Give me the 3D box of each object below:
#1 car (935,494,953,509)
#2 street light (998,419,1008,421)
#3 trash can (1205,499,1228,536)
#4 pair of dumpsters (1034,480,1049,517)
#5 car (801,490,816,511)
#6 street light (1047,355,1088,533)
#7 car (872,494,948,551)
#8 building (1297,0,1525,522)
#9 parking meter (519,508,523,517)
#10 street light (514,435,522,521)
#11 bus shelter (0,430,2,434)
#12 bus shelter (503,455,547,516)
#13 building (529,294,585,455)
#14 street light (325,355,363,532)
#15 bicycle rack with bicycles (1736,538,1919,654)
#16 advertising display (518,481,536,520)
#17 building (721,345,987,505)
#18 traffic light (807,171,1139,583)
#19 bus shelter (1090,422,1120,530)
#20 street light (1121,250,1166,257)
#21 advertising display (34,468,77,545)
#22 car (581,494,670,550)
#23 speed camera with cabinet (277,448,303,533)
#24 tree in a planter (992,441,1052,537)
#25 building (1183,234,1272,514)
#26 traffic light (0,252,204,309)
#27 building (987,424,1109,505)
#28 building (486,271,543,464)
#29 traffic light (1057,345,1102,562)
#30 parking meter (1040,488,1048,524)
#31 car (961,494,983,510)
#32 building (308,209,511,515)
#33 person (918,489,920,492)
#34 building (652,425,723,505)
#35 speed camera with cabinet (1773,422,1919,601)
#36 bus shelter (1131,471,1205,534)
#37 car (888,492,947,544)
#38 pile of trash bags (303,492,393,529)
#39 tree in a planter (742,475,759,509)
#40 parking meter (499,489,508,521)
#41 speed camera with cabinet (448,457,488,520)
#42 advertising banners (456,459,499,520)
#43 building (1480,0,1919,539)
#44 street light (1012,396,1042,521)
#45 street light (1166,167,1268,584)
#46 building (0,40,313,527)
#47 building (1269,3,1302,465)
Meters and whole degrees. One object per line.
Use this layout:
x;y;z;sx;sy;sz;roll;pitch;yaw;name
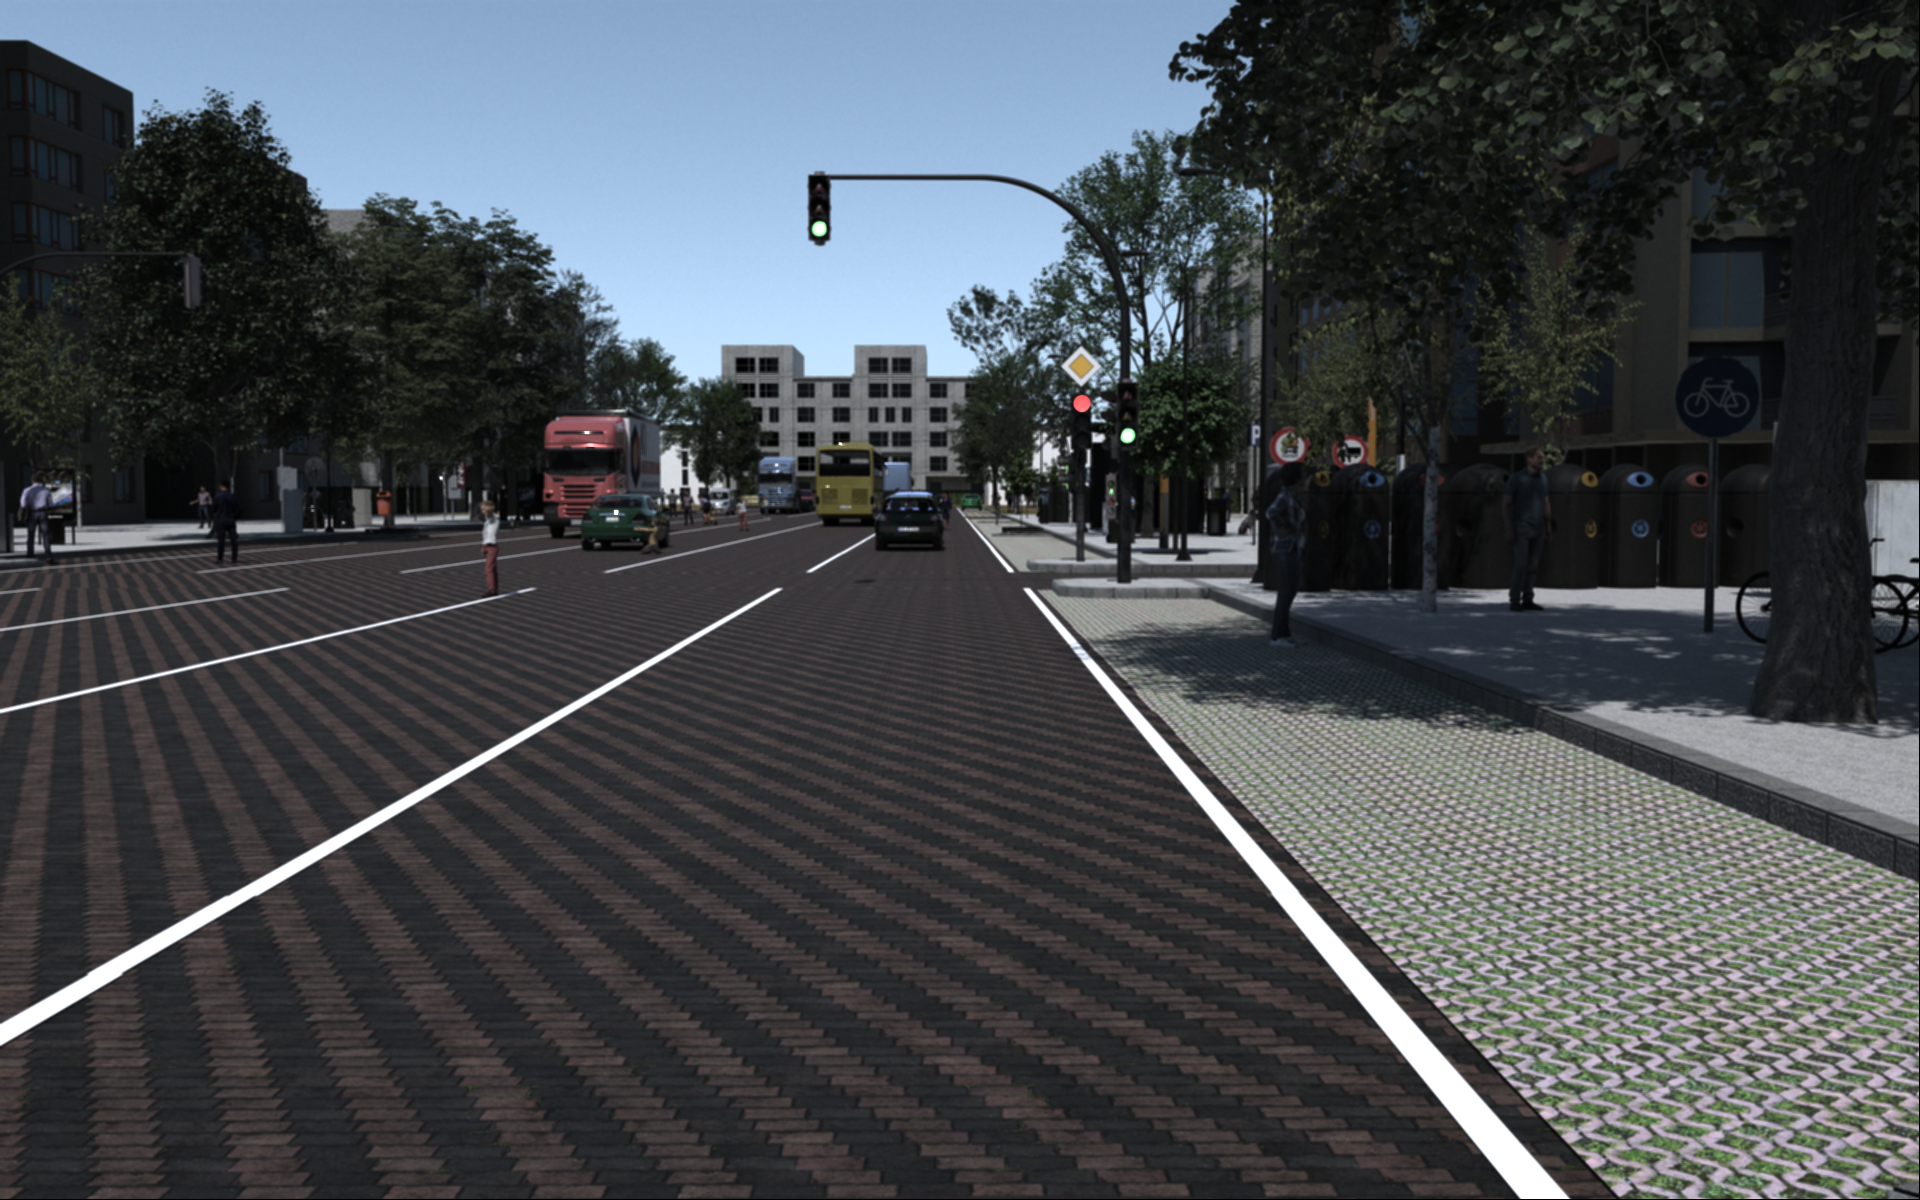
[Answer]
-1.648;-9.661;167.739;2.009;1.686;4.222;0;4;1;car
3.066;-8.260;107.598;1.470;5.913;1.316;0;4;0;street light
7.809;-2.514;52.750;0.748;1.137;0.748;0;3;0;trash can
4.967;-5.695;95.604;1.574;2.255;4.437;0;4;-1;pair of dumpsters
-13.443;-8.524;148.040;2.281;1.827;5.304;0;4;-2;car
3.601;-5.214;57.789;1.470;5.913;1.316;0;4;0;street light
-1.309;-2.164;45.175;2.009;1.686;4.222;0;4;-1;car
25.179;-26.631;85.524;14.600;45.320;14.200;0;4;0;building
-24.971;-5.531;98.838;0.372;1.533;0.369;0;3;0;parking meter
-20.636;-6.742;82.773;1.470;5.913;1.316;0;4;0;street light
-25.035;-2.866;40.782;2.014;3.302;5.546;0;4;0;bus shelter
-25.813;-6.890;103.928;1.731;3.624;6.357;0;4;-1;bus shelter
-52.398;-18.047;161.523;31.486;18.905;16.747;0;4;0;building
-20.577;-5.217;57.835;1.470;5.913;1.316;0;4;0;street light
8.281;-0.042;14.065;2.852;0.926;2.925;-1;4;-20;bicycle rack with bicycles
-21.239;-4.869;84.821;0.974;1.923;0.123;-3;5;-43;advertising display
-12.578;-21.262;214.092;31.486;18.905;16.747;0;4;0;building
0.245;-3.060;24.698;4.771;5.953;1.251;0;4;0;traffic light
5.227;-4.176;59.560;1.731;3.624;6.357;0;4;0;bus shelter
3.762;-3.705;33.116;1.470;5.913;1.316;0;4;0;street light
-22.738;-2.345;43.555;0.974;1.923;0.123;0;4;0;advertising display
-8.792;-2.071;45.655;2.131;1.459;4.920;0;4;-2;car
-22.421;-3.893;57.978;0.660;3.252;2.038;-2;4;-26;speed camera with cabinet
2.087;-3.765;58.787;1.991;3.239;1.994;0;4;0;tree in a planter
26.729;-15.894;126.330;16.747;18.905;31.486;0;4;0;building
-16.760;-3.550;32.702;4.771;5.953;1.251;0;4;0;traffic light
17.227;-16.461;211.281;28.070;9.664;9.099;0;4;0;building
-43.560;-17.646;144.926;16.016;20.091;11.380;0;4;0;building
2.269;-2.686;32.842;0.839;4.253;0.868;0;4;0;traffic light
3.636;-4.065;74.871;0.372;1.533;0.369;0;3;0;parking meter
1.031;-8.730;151.539;1.959;1.807;4.718;0;4;1;car
-44.281;-15.725;123.564;16.747;18.905;31.486;0;4;0;building
-3.276;-8.025;139.725;0.705;1.821;1.348;0;4;-3;person
-42.326;-16.425;210.699;28.070;9.664;9.099;0;4;0;building
10.834;-1.629;20.962;2.038;3.252;0.660;-1;4;-19;speed camera with cabinet
7.133;-4.148;59.109;1.731;3.624;6.357;0;4;0;bus shelter
-1.358;-2.518;50.760;1.945;1.707;3.694;0;3;0;car
-22.733;-3.327;64.154;3.447;1.369;1.912;0;4;-2;pile of trash bags
-19.647;-10.087;162.146;1.991;3.239;1.994;0;4;0;tree in a planter
-21.817;-4.546;82.736;0.372;1.533;0.369;0;3;0;parking meter
-24.651;-5.672;87.077;2.038;3.252;0.660;0;4;6;speed camera with cabinet
-23.849;-5.461;85.477;2.074;3.025;0.090;-1;4;-14;advertising banners
32.718;-24.554;56.081;28.867;44.769;22.147;0;4;0;building
3.334;-6.725;82.488;1.470;5.913;1.316;0;4;0;street light
3.803;-3.195;24.772;1.470;5.913;1.316;0;4;0;street light
-49.406;-14.409;80.626;27.650;21.520;28.899;0;4;0;building
25.146;-20.143;101.036;14.160;30.474;14.107;0;4;0;building
